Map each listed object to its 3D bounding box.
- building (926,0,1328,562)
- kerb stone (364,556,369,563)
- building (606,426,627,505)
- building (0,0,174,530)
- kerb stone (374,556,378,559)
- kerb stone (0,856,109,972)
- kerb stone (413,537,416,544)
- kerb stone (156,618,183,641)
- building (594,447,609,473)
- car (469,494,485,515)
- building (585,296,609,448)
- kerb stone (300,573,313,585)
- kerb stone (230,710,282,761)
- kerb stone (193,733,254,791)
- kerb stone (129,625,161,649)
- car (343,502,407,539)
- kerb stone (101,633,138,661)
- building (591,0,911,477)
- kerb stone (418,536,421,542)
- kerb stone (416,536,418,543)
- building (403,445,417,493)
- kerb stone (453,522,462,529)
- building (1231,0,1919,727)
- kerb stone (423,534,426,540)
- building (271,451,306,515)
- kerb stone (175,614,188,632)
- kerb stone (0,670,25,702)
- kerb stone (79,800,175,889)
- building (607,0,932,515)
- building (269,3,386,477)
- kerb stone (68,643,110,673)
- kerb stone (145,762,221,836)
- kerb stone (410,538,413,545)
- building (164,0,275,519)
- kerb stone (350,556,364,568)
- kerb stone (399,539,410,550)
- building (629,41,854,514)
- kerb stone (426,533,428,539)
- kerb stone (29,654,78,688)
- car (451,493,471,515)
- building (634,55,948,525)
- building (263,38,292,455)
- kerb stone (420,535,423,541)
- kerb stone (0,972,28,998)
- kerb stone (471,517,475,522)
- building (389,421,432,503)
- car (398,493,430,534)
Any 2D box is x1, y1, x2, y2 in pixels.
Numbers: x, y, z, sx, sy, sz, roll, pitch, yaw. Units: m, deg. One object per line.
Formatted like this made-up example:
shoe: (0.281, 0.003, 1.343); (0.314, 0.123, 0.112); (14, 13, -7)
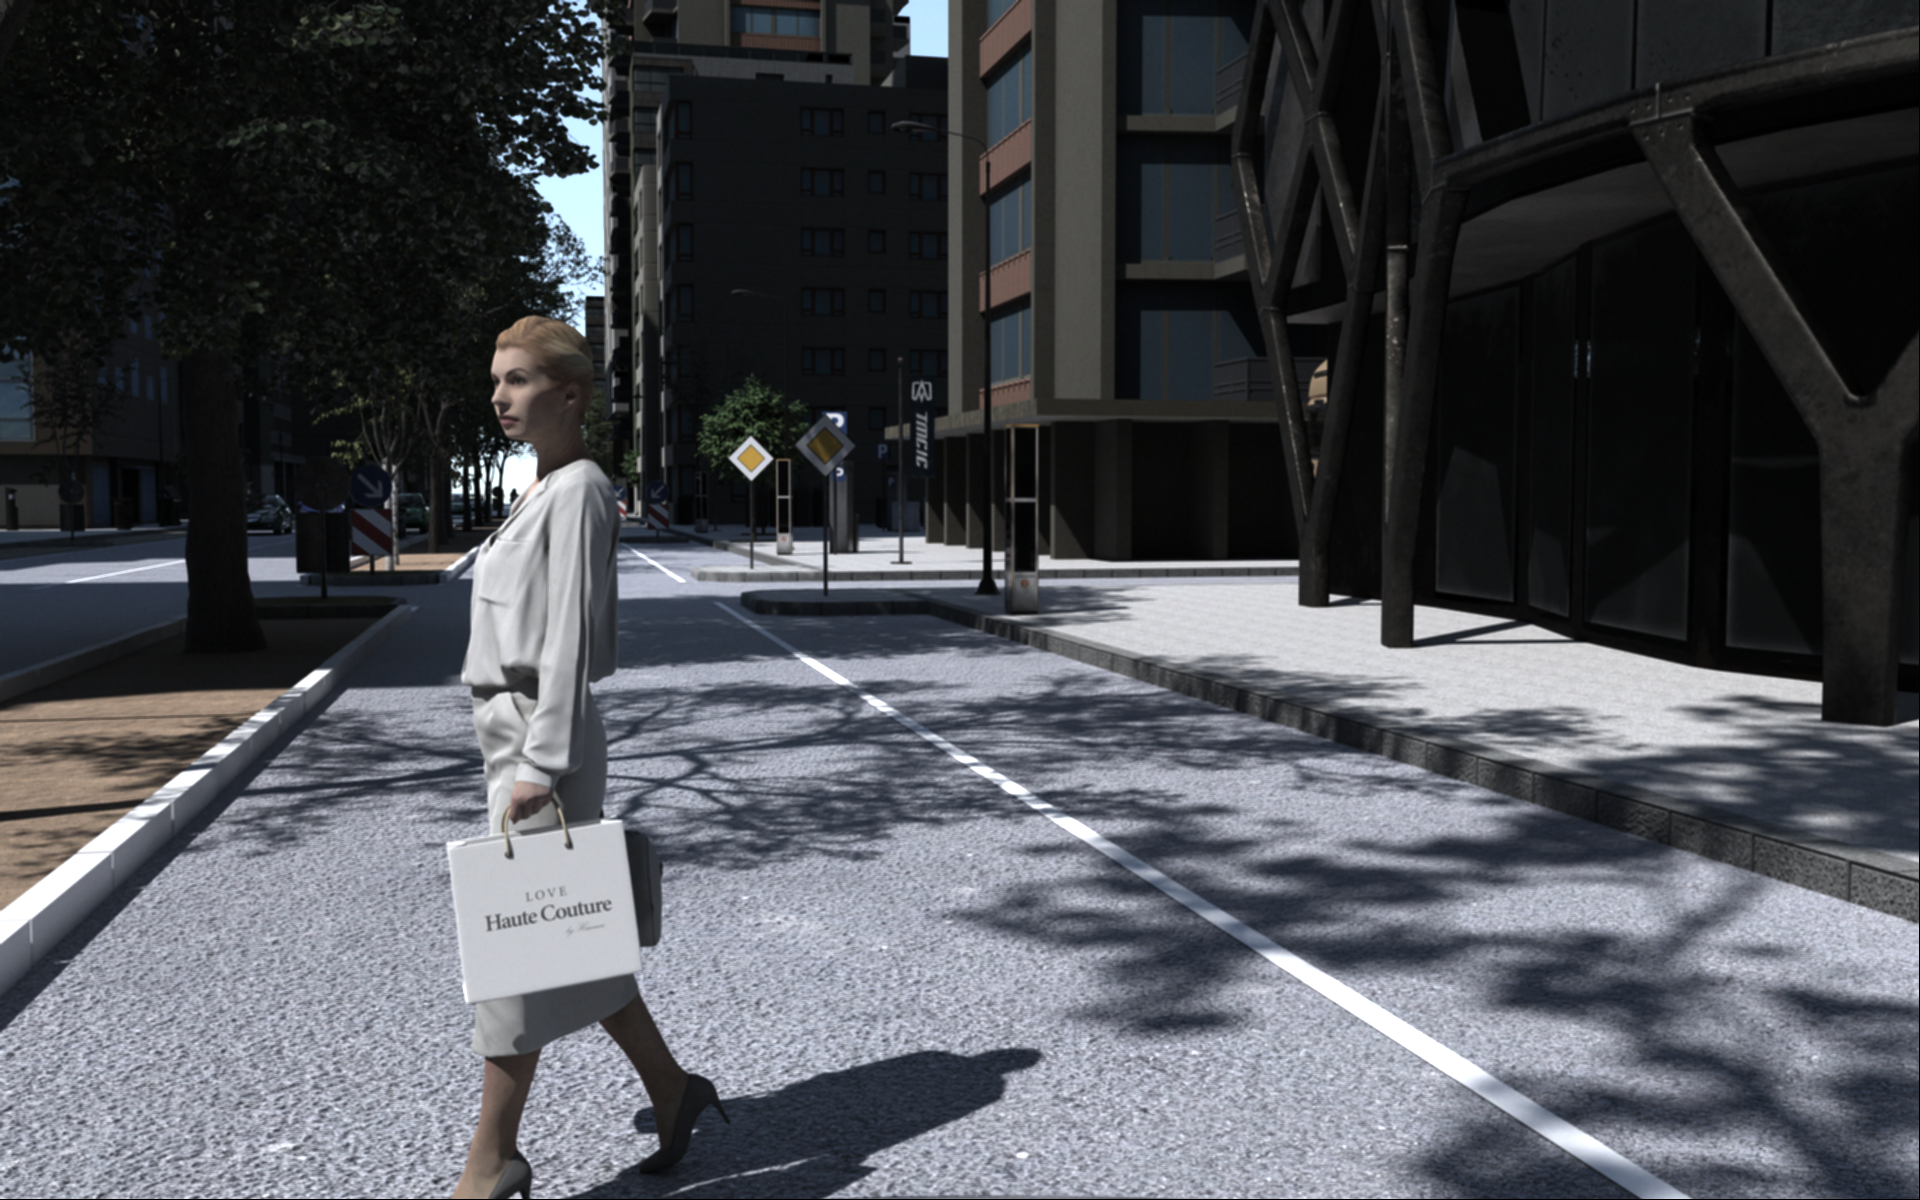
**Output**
building: (12.925, -23.797, 43.707); (28.867, 44.769, 22.147); (-1, 4, -13)
kerb stone: (-12.332, -0.823, 35.651); (0.120, 0.150, 1.000); (-1, 4, -13)
building: (-33.491, -46.933, 205.607); (20.563, 71.187, 20.611); (-1, 4, -13)
building: (-39.675, -25.473, 66.598); (14.600, 45.320, 14.200); (-1, 4, -13)
kerb stone: (-12.815, -0.946, 37.658); (0.120, 0.150, 1.000); (-1, 4, -13)
kerb stone: (-2.986, 1.012, 5.720); (0.120, 0.150, 1.000); (-1, 4, -13)
kerb stone: (-15.441, -1.615, 48.605); (0.120, 0.150, 1.000); (-1, 4, -13)
kerb stone: (-7.902, 0.316, 17.176); (0.120, 0.150, 1.000); (-1, 4, -13)
building: (-37.741, -56.143, 230.609); (22.319, 86.520, 31.000); (-1, 4, -13)
car: (-34.450, -6.765, 122.402); (2.131, 1.459, 4.920); (-1, 4, -15)
building: (-47.537, -29.445, 253.126); (14.160, 30.474, 14.107); (-1, 4, -13)
kerb stone: (-10.421, -0.336, 27.691); (0.120, 0.150, 1.000); (-1, 4, -13)
kerb stone: (-3.950, 0.765, 9.703); (0.120, 0.150, 1.000); (-1, 4, -13)
kerb stone: (-3.708, 0.827, 8.706); (0.120, 0.150, 1.000); (-1, 4, -13)
kerb stone: (-7.665, 0.368, 16.180); (0.120, 0.150, 1.000); (-1, 4, -13)
car: (-19.049, -2.687, 56.514); (1.945, 1.354, 3.894); (-1, 4, -15)
kerb stone: (-7.409, 0.429, 15.186); (0.120, 0.150, 1.000); (-1, 4, -13)
building: (-20.002, -35.261, 165.762); (28.713, 52.752, 27.495); (-1, 4, -13)
kerb stone: (-15.917, -1.738, 50.605); (0.120, 0.150, 1.000); (-1, 4, -13)
kerb stone: (-15.687, -1.676, 49.597); (0.120, 0.150, 1.000); (-1, 4, -13)
building: (-70.284, -33.530, 198.330); (14.600, 45.320, 14.200); (-1, 4, -13)
kerb stone: (-21.910, -3.258, 75.532); (0.120, 0.150, 1.000); (-1, 4, -13)
building: (11.670, -9.017, 14.874); (16.820, 18.784, 16.811); (-1, 4, -13)
kerb stone: (-16.402, -1.860, 52.601); (0.120, 0.150, 1.000); (-1, 4, -13)
building: (-51.810, -40.777, 104.954); (20.563, 71.187, 20.611); (-1, 4, -13)
kerb stone: (-8.139, 0.246, 18.178); (0.120, 0.150, 1.000); (-1, 4, -13)
kerb stone: (-6.711, 0.614, 12.195); (0.120, 0.150, 1.000); (-1, 4, -13)
kerb stone: (-3.226, 0.949, 6.714); (0.120, 0.150, 1.000); (-1, 4, -13)
building: (-16.359, -29.540, 137.610); (22.147, 44.769, 28.867); (-1, 4, -13)
building: (-61.967, -32.166, 149.617); (21.300, 48.544, 21.600); (-1, 4, -13)
kerb stone: (-7.178, 0.492, 14.191); (0.120, 0.150, 1.000); (-1, 4, -13)
kerb stone: (-3.461, 0.887, 7.713); (0.120, 0.150, 1.000); (-1, 4, -13)
kerb stone: (-15.209, -1.554, 47.610); (0.120, 0.150, 1.000); (-1, 4, -13)
building: (-44.098, -19.413, 89.109); (14.160, 30.474, 14.107); (-1, 4, -13)
kerb stone: (-12.097, -0.759, 34.653); (0.120, 0.150, 1.000); (-1, 4, -13)
kerb stone: (-14.969, -1.491, 46.616); (0.120, 0.150, 1.000); (-1, 4, -13)
building: (-14.920, -21.045, 115.780); (14.160, 30.474, 14.107); (-1, 4, -13)
kerb stone: (-16.643, -1.920, 53.594); (0.120, 0.150, 1.000); (-1, 4, -13)
kerb stone: (-6.933, 0.551, 13.192); (0.120, 0.150, 1.000); (-1, 4, -13)
car: (-30.338, -5.821, 103.972); (1.959, 1.807, 4.718); (-1, 4, -13)
building: (-1.866, -14.915, 88.901); (27.650, 21.520, 28.899); (-1, 4, -13)
building: (-62.904, -26.560, 126.136); (32.217, 40.220, 23.993); (-1, 4, -13)
kerb stone: (-16.166, -1.797, 51.604); (0.120, 0.150, 1.000); (-1, 4, -13)
kerb stone: (-2.743, 1.069, 4.721); (0.120, 0.150, 1.000); (-1, 4, -13)
kerb stone: (-26.458, -4.420, 94.470); (0.120, 0.150, 1.000); (-1, 4, -13)
building: (-80.825, -34.025, 239.907); (14.154, 41.232, 14.086); (-1, 4, -13)
car: (-20.281, -3.318, 63.049); (1.959, 1.807, 4.718); (-1, 4, -15)
